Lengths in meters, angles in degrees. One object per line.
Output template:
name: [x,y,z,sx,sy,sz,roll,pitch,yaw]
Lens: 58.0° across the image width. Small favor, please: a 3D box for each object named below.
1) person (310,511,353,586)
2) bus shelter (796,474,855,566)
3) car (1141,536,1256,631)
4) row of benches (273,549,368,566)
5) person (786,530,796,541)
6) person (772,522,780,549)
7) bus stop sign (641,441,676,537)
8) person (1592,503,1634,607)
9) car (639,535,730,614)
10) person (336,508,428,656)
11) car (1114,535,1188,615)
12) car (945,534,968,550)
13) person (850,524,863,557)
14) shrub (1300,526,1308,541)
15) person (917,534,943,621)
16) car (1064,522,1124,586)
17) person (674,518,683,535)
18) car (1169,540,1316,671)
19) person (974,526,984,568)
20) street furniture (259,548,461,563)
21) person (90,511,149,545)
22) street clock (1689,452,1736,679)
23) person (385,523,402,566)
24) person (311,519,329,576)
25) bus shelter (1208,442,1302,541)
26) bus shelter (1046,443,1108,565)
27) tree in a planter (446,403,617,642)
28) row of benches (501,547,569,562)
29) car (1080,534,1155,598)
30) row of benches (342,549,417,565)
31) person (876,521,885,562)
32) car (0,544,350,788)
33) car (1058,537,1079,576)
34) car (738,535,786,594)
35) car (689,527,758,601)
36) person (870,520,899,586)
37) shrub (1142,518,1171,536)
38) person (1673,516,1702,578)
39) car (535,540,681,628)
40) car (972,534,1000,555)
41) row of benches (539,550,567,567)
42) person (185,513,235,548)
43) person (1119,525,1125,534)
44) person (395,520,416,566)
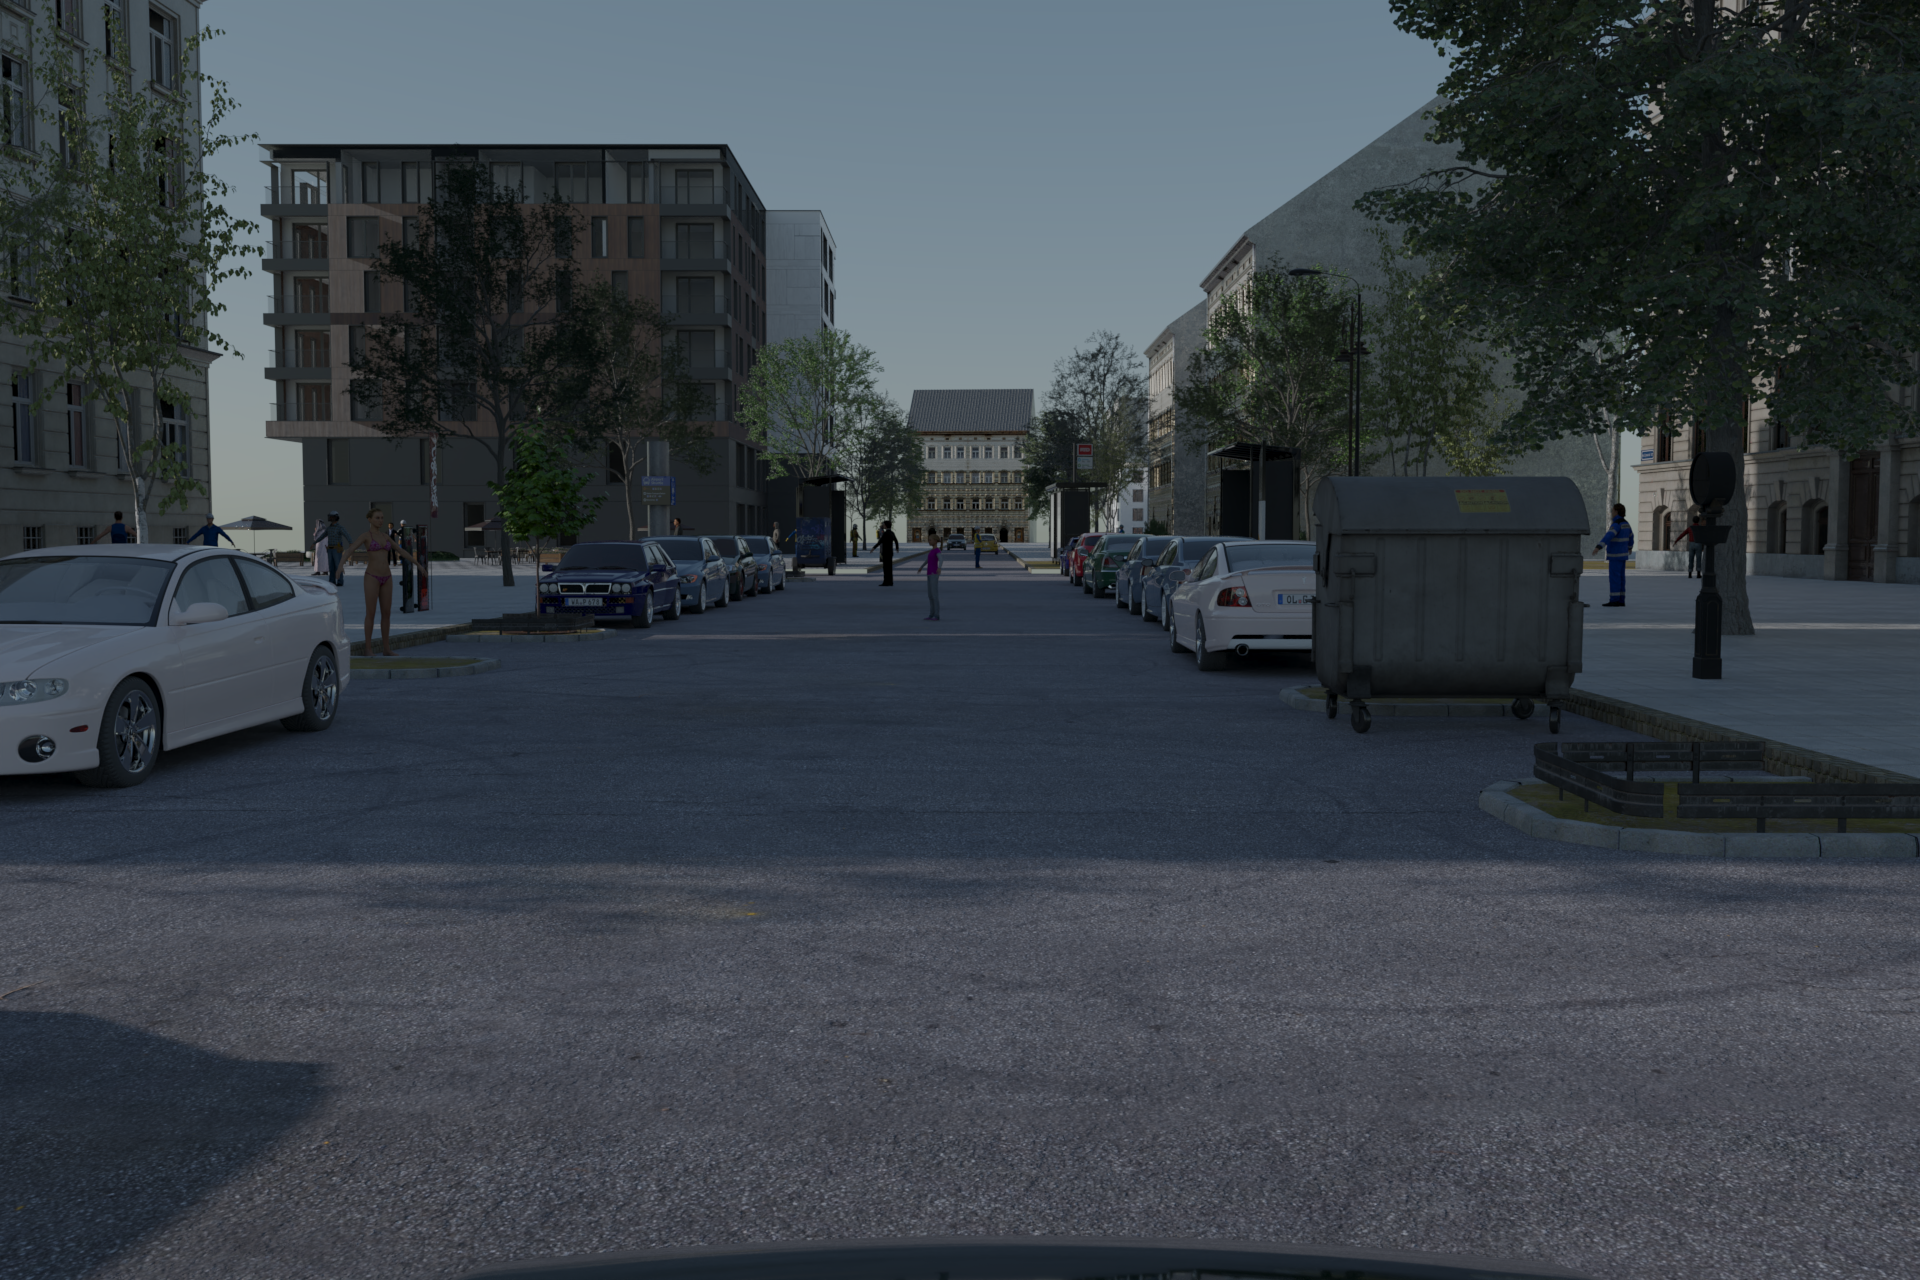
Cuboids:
person: [-15.359,-2.242,42.490,1.345,1.849,0.704,2,4,24]
bus shelter: [-5.428,-4.852,70.619,1.731,3.624,6.357,0,4,2]
car: [3.862,-0.907,26.834,2.014,1.417,4.499,0,4,0]
row of benches: [-25.426,-3.320,69.752,4.104,0.672,1.422,-2,4,-28]
person: [-8.170,-5.022,88.076,1.349,1.833,0.705,-1,4,-15]
person: [-8.198,-4.344,77.157,0.705,1.813,1.348,-1,4,-16]
bus stop sign: [-8.602,-3.696,49.445,0.837,3.901,0.837,0,3,0]
person: [11.594,-1.507,30.611,1.345,1.831,0.704,-3,5,-43]
car: [-5.441,-1.262,32.638,2.014,1.417,4.499,0,4,1]
person: [-6.734,-0.667,20.160,0.721,1.733,1.217,3,4,37]
car: [3.884,-1.221,31.973,2.014,1.417,4.499,0,4,0]
car: [-0.287,-8.781,153.358,2.009,1.686,4.222,0,4,0]
person: [-5.787,-5.509,95.839,0.705,1.858,1.354,-2,4,-29]
shrub: [14.417,-4.395,75.901,1.661,2.075,1.752,0,3,0]
person: [-0.496,-1.035,28.647,0.599,1.433,0.991,-1,4,-21]
car: [4.041,-2.442,48.975,2.155,1.783,4.494,0,4,1]
person: [-9.397,-3.151,57.581,0.705,1.821,1.348,0,4,-3]
car: [3.443,-0.433,19.444,2.083,1.381,4.827,0,4,1]
person: [0.830,-3.891,72.541,0.721,1.772,1.216,-1,4,-10]
street furniture: [-27.368,-3.974,80.601,5.734,0.657,10.072,3,5,40]
person: [-19.219,-2.046,39.613,1.345,1.807,0.704,-1,4,-19]
street clock: [6.635,-0.658,15.326,0.358,2.002,0.471,0,4,1]
person: [-22.639,-3.800,68.852,1.216,1.740,0.721,0,4,2]
person: [-19.821,-2.874,53.696,0.621,1.740,0.551,-1,4,-21]
bus shelter: [7.976,-3.423,47.243,1.731,3.624,6.357,0,4,1]
bus shelter: [4.855,-5.904,74.155,2.179,5.291,8.768,0,4,-1]
tree in a planter: [-5.826,-1.628,23.841,1.991,3.239,1.994,0,4,0]
row of benches: [-19.858,-4.034,81.424,1.422,0.672,4.104,3,4,37]
car: [3.881,-1.731,40.100,2.131,1.459,4.920,0,4,0]
row of benches: [-24.322,-3.511,72.872,4.104,0.672,1.422,1,4,16]
person: [-3.505,-4.461,78.715,0.705,1.856,1.354,-1,4,-18]
car: [-5.570,0.065,11.300,2.083,1.381,4.827,0,4,1]
car: [4.377,-2.890,59.831,1.945,1.354,3.894,0,4,1]
car: [-5.364,-1.894,42.973,2.014,1.417,4.499,0,4,1]
car: [-5.501,-1.740,38.236,2.009,1.686,4.222,0,4,0]
person: [-2.012,-2.380,47.553,0.705,1.806,1.347,2,4,31]
shrub: [8.431,-4.313,74.929,1.690,2.028,1.600,0,3,0]
person: [21.305,-2.693,50.140,1.345,1.816,0.704,3,5,40]
car: [-5.561,-0.918,27.598,1.945,1.354,3.894,0,4,1]
car: [1.835,-6.815,121.644,2.015,1.641,3.980,0,4,1]
row of benches: [-14.356,-3.096,66.077,4.104,0.672,1.422,1,4,20]
person: [-20.238,-2.500,46.763,1.347,1.842,0.705,0,4,-6]
person: [8.977,-5.539,96.693,0.704,1.817,1.347,-1,4,-14]
person: [-22.600,-3.944,70.342,0.705,1.847,1.347,3,5,41]
